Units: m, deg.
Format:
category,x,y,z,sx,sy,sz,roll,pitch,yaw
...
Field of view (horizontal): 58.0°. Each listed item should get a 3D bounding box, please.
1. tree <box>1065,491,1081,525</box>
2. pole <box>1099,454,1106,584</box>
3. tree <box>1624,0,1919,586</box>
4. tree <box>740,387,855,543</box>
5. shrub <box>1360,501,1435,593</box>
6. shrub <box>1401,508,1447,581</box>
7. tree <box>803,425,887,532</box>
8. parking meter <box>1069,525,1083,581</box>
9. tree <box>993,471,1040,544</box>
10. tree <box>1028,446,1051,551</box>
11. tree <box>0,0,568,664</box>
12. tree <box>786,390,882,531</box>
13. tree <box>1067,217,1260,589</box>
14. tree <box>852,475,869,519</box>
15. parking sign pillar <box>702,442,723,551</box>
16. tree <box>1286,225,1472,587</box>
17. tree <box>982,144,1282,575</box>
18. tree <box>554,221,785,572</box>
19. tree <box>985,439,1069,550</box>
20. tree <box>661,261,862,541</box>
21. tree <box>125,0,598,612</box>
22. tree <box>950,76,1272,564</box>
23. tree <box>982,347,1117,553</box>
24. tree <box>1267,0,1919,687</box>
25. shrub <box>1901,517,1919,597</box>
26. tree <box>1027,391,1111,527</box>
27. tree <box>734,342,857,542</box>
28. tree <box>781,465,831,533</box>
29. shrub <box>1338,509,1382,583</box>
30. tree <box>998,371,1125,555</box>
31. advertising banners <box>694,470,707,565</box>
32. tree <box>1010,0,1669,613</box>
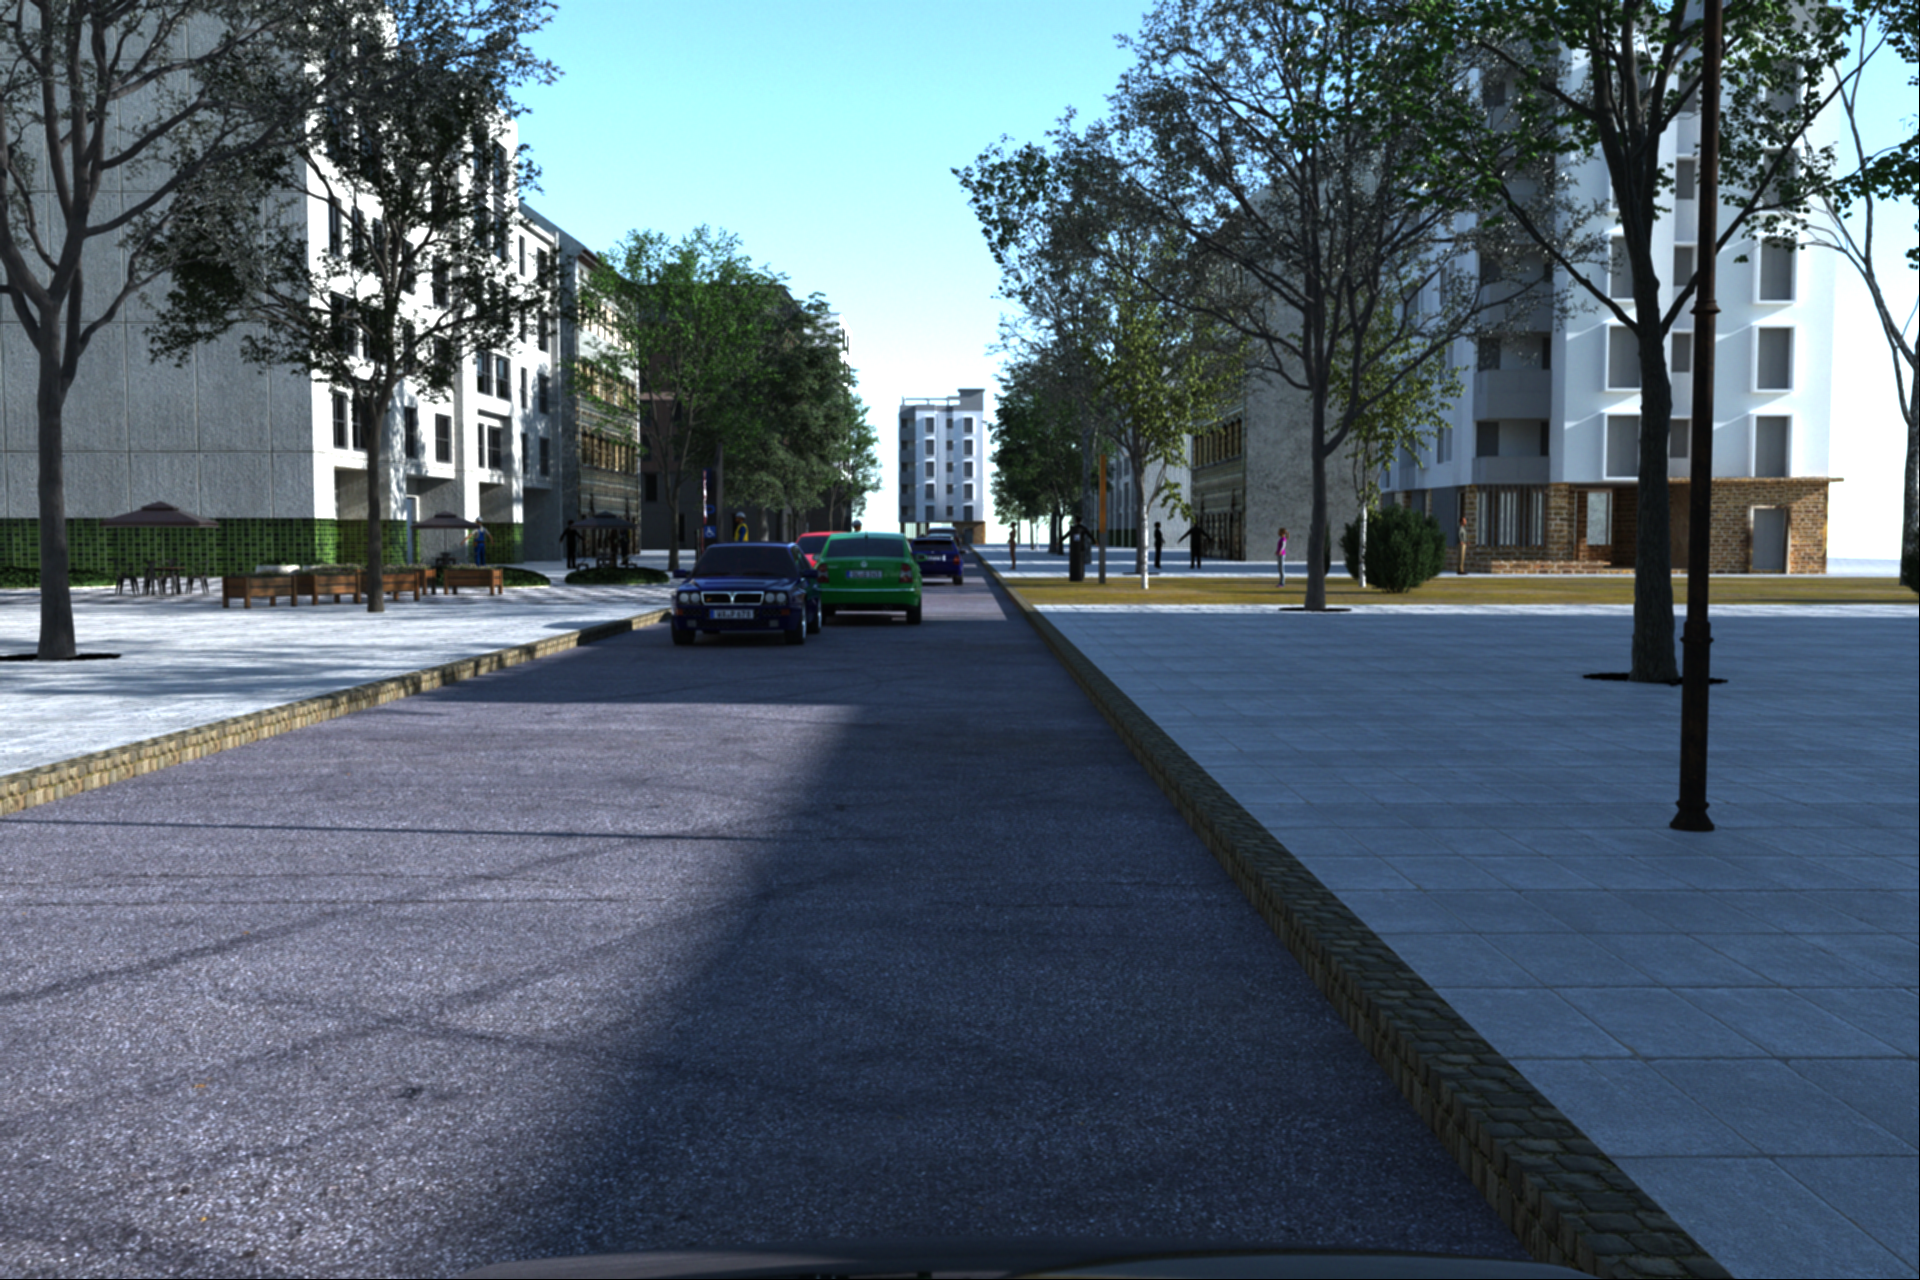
category,x,y,z,sx,sy,sz,roll,pitch,yaw
tree,17.370,-18.921,227.487,7.486,12.596,7.792,0,3,0
pole,3.657,-3.097,44.472,0.158,3.312,0.155,0,3,0
tree,23.595,-11.511,44.098,12.611,20.169,13.585,0,3,0
tree,-10.103,-11.010,105.776,9.928,11.665,9.643,0,3,0
shrub,9.498,-2.035,37.688,1.690,2.028,1.600,0,3,0
shrub,12.586,-2.634,47.489,1.690,2.028,1.600,0,3,0
tree,-9.522,-12.374,136.727,8.767,10.594,7.601,1,4,16
parking meter,3.156,-2.359,46.985,0.372,1.533,0.369,0,3,0
tree,8.102,-18.834,226.057,7.486,12.596,7.792,0,3,0
tree,6.005,-11.006,130.305,4.737,8.622,4.395,0,3,0
tree,-9.301,-6.551,17.478,12.009,13.543,11.850,0,3,0
tree,-9.217,-12.104,123.652,9.928,11.665,9.643,0,3,0
tree,4.524,-5.496,40.215,4.737,8.622,4.395,0,3,0
tree,-15.370,-17.908,227.200,7.601,10.594,8.767,1,4,9
parking sign pillar,-7.183,-3.786,50.371,1.447,3.967,1.447,0,4,0
tree,9.999,-5.591,41.783,4.737,8.622,4.395,0,3,0
tree,5.658,-8.825,54.661,12.009,13.543,11.850,0,3,0
tree,-9.747,-8.120,58.512,9.928,11.665,9.643,0,3,0
tree,5.478,-12.452,138.001,7.601,10.594,8.767,1,4,12
tree,-9.207,-10.597,79.915,9.857,13.997,8.962,0,3,0
tree,-9.727,-5.714,27.830,8.767,10.594,7.601,1,4,17
tree,6.325,-13.229,72.178,12.611,20.169,13.585,0,3,0
tree,6.213,-12.751,115.126,9.857,13.997,8.962,0,3,0
tree,5.945,-5.450,14.868,9.928,11.665,9.643,0,3,0
shrub,18.768,-1.762,32.849,1.661,2.075,1.752,0,3,0
tree,5.848,-8.272,85.607,4.360,8.622,3.978,0,3,0
tree,-9.559,-10.188,92.330,9.928,11.665,9.643,0,3,0
tree,-10.021,-10.002,113.902,4.360,8.622,3.978,0,3,0
shrub,10.751,-2.498,45.264,1.690,2.028,1.600,0,3,0
tree,6.139,-10.946,104.720,9.928,11.665,9.643,0,3,0
advertising banners,-6.982,-3.091,46.732,0.090,3.025,2.074,0,3,0
tree,6.072,-7.223,28.462,12.009,13.543,11.850,0,3,0
